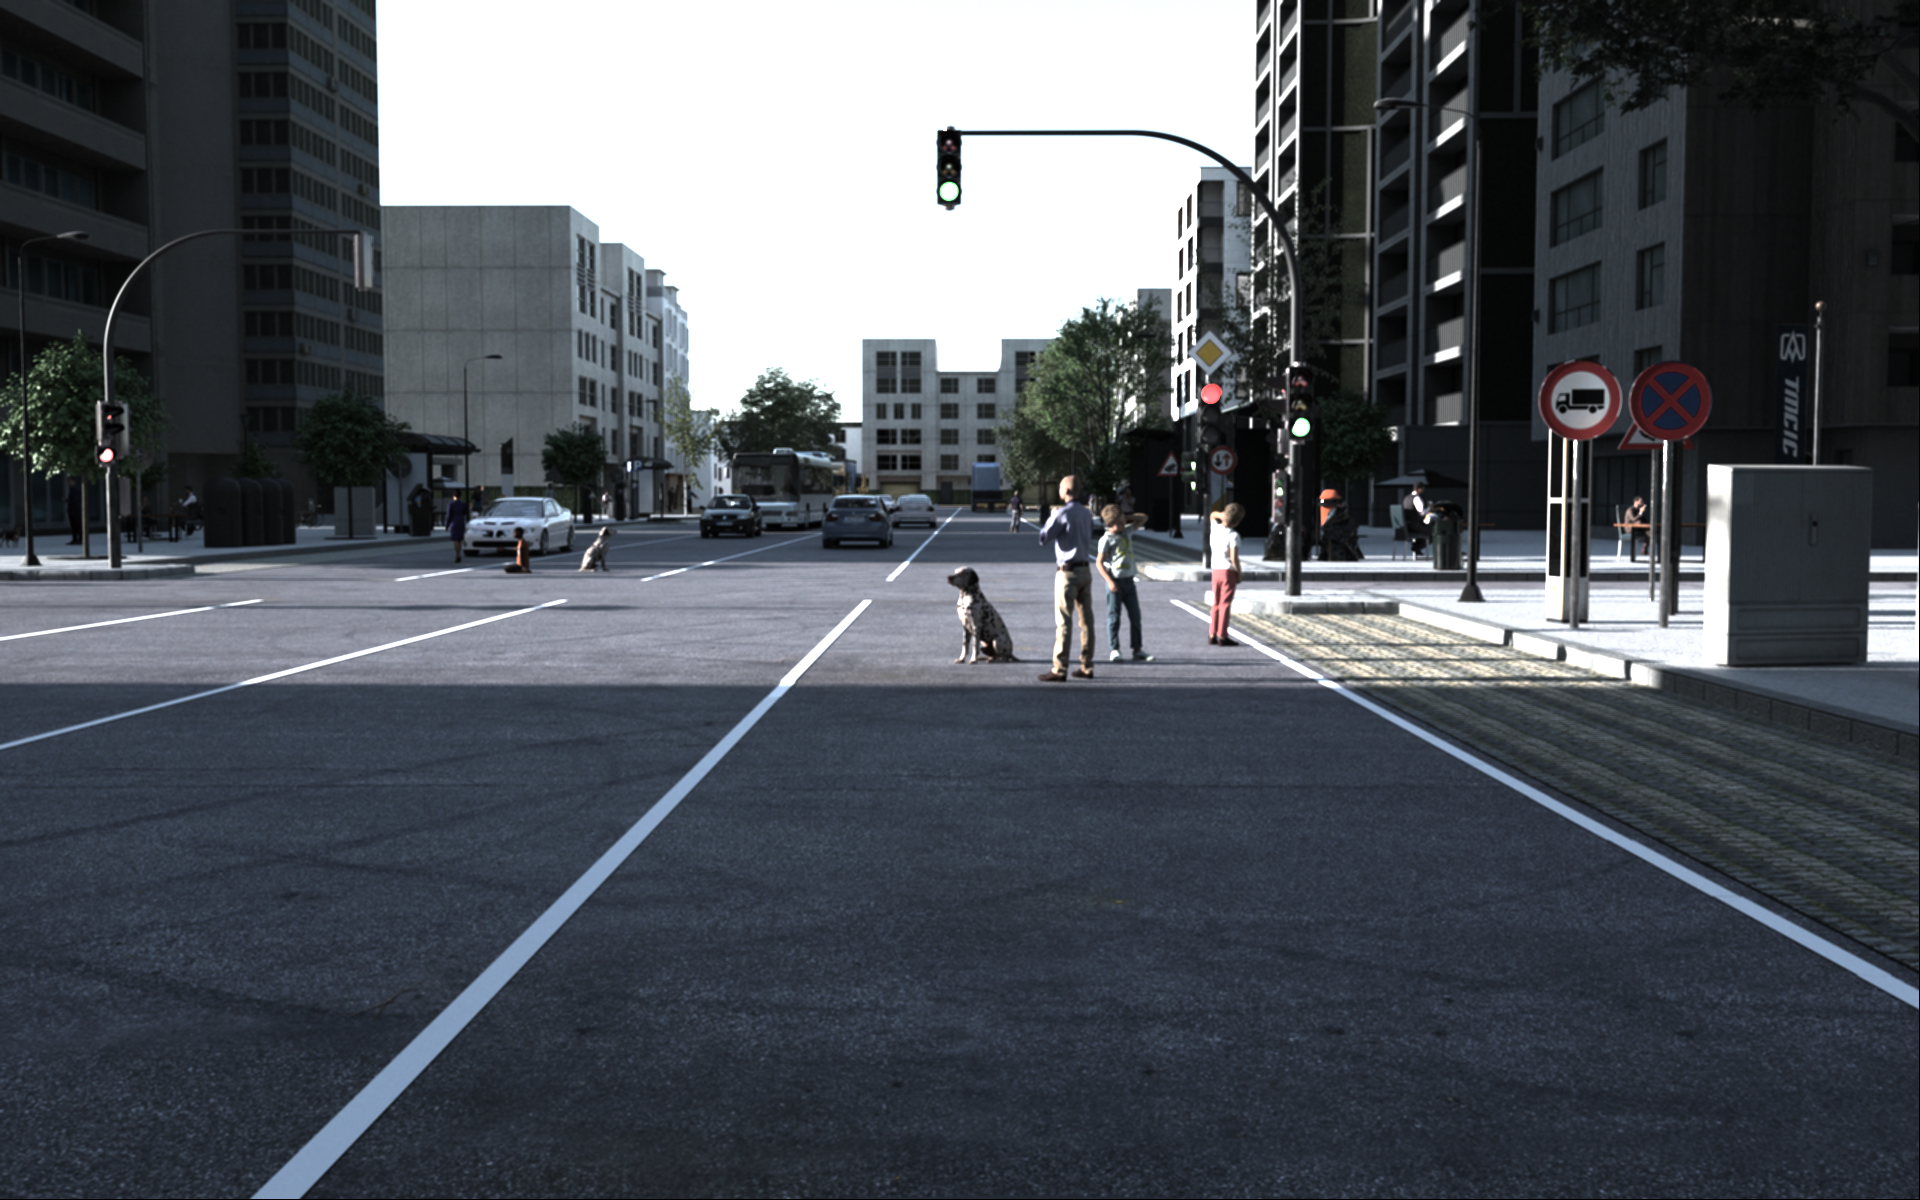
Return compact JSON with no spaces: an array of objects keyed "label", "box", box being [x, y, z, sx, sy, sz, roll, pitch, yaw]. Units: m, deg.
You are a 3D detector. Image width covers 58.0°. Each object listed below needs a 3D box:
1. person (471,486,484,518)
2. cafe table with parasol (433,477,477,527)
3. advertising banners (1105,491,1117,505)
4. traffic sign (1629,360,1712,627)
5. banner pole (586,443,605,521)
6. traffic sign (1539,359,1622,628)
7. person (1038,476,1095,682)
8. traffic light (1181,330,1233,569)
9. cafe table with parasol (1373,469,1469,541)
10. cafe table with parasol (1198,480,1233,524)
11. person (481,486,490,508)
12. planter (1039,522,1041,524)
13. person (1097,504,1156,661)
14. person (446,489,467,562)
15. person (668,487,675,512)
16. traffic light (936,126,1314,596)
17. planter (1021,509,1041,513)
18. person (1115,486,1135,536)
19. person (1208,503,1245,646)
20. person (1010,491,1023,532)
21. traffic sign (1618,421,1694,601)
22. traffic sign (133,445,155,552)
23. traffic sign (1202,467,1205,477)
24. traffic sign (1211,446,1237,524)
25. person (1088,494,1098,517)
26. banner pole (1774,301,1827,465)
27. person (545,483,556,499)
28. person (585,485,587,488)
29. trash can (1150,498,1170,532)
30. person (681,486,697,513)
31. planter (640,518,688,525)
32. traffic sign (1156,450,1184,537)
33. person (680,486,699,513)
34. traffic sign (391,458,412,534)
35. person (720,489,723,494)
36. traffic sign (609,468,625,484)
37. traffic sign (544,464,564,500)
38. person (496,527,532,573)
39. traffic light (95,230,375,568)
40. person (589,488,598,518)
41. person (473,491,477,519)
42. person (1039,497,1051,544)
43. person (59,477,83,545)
[{"label":"person","box":[-17.653,-3.417,63.775,0.662,1.594,0.647,-3,5,-44]},{"label":"cafe table with parasol","box":[-20.527,-3.906,68.734,2.610,1.966,2.610,-1,4,-12]},{"label":"advertising banners","box":[7.776,-5.176,80.813,2.074,3.025,0.090,-1,4,-15]},{"label":"traffic sign","box":[6.779,-1.009,16.611,0.768,2.556,0.104,0,4,4]},{"label":"banner pole","box":[-17.437,-5.670,82.726,0.863,3.779,0.401,-1,4,-12]},{"label":"traffic sign","box":[5.878,-1.003,16.498,0.768,2.556,0.104,0,4,5]},{"label":"person","box":[0.836,-0.171,13.353,0.516,1.574,0.319,-3,4,-38]},{"label":"traffic light","box":[4.247,-2.498,29.767,0.839,4.253,0.868,0,4,0]},{"label":"cafe table with parasol","box":[12.575,-2.580,47.045,2.610,1.966,2.610,1,4,20]},{"label":"cafe table with parasol","box":[11.032,-4.190,73.365,2.610,1.966,2.610,-1,4,-17]},{"label":"person","box":[-27.897,-5.804,101.494,0.434,1.755,0.990,2,4,33]},{"label":"planter","box":[4.720,-3.718,81.921,1.991,0.319,1.994,0,4,0]},{"label":"person","box":[1.429,-0.151,14.885,0.435,1.345,0.340,-3,4,-39]},{"label":"person","box":[-10.590,-1.556,36.314,0.546,1.535,0.453,3,5,39]},{"label":"person","box":[-20.072,-6.978,120.580,0.568,1.767,0.683,-3,5,-40]},{"label":"traffic light","box":[2.088,-2.874,21.658,4.771,5.953,1.251,0,4,0]},{"label":"planter","box":[5.137,-6.788,132.131,1.991,0.319,1.994,0,4,0]},{"label":"person","box":[4.286,-2.136,44.879,0.566,1.644,0.517,-2,4,-26]},{"label":"person","box":[2.507,-0.244,16.402,0.435,1.345,0.340,3,4,38]},{"label":"person","box":[2.038,-3.296,64.602,0.471,1.553,0.569,-2,4,-27]},{"label":"traffic sign","box":[8.285,-1.265,20.679,0.884,2.594,0.081,0,4,2]},{"label":"traffic sign","box":[-18.033,-2.320,38.034,0.768,2.556,0.104,1,4,8]},{"label":"traffic sign","box":[8.787,-3.704,60.671,0.768,2.556,0.104,0,4,4]},{"label":"traffic sign","box":[6.906,-2.786,45.660,0.768,2.556,0.104,0,4,4]},{"label":"person","box":[7.353,-5.364,95.955,0.471,1.553,0.569,2,4,29]},{"label":"banner pole","box":[10.937,-1.988,22.522,0.863,3.779,0.401,-1,4,-11]},{"label":"person","box":[-19.723,-4.728,83.496,0.789,1.805,0.875,3,5,41]},{"label":"person","box":[-18.960,-5.000,87.929,0.434,1.807,0.598,0,4,4]},{"label":"trash can","box":[6.826,-2.884,58.807,0.748,1.137,0.748,0,3,0]},{"label":"person","box":[-18.816,-6.971,120.045,1.348,1.821,0.705,2,4,27]},{"label":"planter","box":[-13.915,-3.700,81.626,1.991,0.319,1.994,0,4,0]},{"label":"traffic sign","box":[6.255,-3.140,51.338,0.884,2.594,0.081,1,4,9]},{"label":"person","box":[-18.324,-6.797,117.162,1.348,1.826,0.705,0,4,3]},{"label":"traffic sign","box":[-18.085,-3.419,56.002,0.768,2.556,0.104,0,4,8]},{"label":"person","box":[-20.552,-8.687,148.776,0.721,1.736,1.217,0,4,4]},{"label":"traffic sign","box":[-16.755,-5.167,84.583,0.768,2.556,0.104,0,4,3]},{"label":"traffic sign","box":[-17.530,-4.574,74.783,0.884,2.594,0.081,0,4,4]},{"label":"person","box":[-8.092,-0.899,31.479,0.655,0.850,0.859,-1,4,-10]},{"label":"traffic light","box":[-12.541,-3.380,29.926,4.771,5.953,1.251,0,4,0]},{"label":"person","box":[-19.708,-5.281,92.537,0.875,1.805,0.789,2,4,34]},{"label":"person","box":[-21.433,-4.181,76.873,0.387,1.526,0.523,-3,5,-44]},{"label":"person","box":[2.466,-2.296,49.944,0.435,1.345,0.340,2,4,26]},{"label":"person","box":[-22.423,-2.260,43.703,0.576,1.737,0.504,2,4,35]}]
